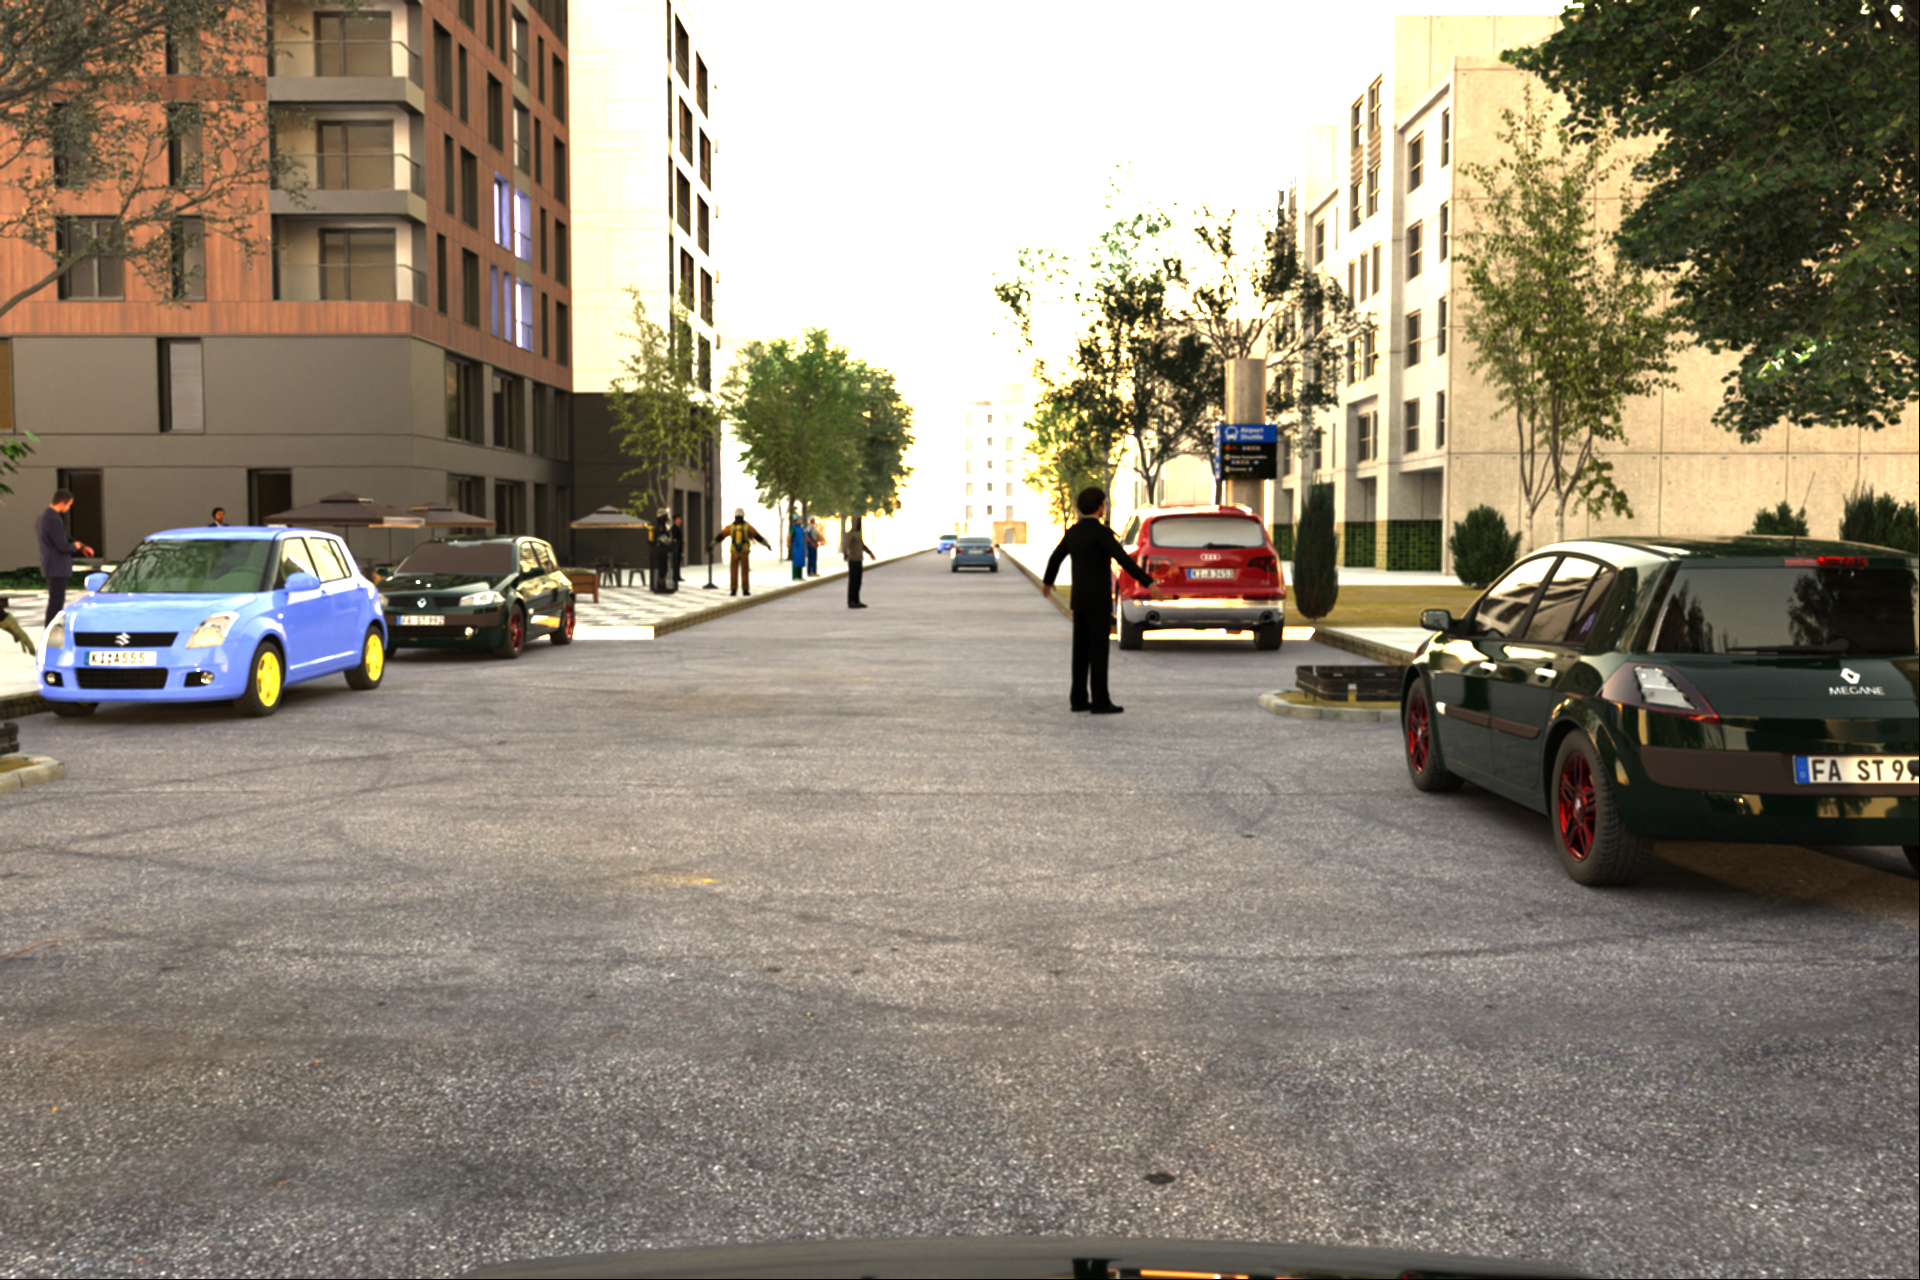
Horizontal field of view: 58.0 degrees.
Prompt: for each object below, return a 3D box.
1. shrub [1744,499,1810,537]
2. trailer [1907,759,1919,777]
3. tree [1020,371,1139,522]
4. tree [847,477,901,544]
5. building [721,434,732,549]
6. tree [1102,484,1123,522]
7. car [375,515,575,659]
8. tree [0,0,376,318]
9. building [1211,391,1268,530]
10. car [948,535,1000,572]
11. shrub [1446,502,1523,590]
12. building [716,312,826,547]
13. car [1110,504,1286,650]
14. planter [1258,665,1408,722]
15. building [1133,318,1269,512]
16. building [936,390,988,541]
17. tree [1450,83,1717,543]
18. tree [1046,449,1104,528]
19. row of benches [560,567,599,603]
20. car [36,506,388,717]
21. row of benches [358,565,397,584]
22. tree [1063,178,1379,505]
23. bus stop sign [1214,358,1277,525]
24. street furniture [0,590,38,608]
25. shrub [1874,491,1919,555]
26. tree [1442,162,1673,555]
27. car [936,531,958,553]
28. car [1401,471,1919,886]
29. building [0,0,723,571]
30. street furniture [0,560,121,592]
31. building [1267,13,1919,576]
[{"bbox_3d":[18.690,-2.168,39.493,1.661,2.075,1.752,0,3,0],"label":"shrub"},{"bbox_3d":[3.084,0.212,3.579,1.471,1.999,3.904,0,3,0],"label":"trailer"},{"bbox_3d":[7.534,-11.206,108.975,9.928,11.665,9.643,0,3,0],"label":"tree"},{"bbox_3d":[-10.544,-17.223,216.005,7.601,10.594,8.767,0,4,-8],"label":"tree"},{"bbox_3d":[-24.165,-12.666,149.236,9.099,9.664,28.070,0,4,1],"label":"building"},{"bbox_3d":[18.029,-16.134,214.159,4.737,8.622,4.395,0,3,0],"label":"tree"},{"bbox_3d":[-5.923,-0.693,21.123,2.009,1.686,4.222,0,4,1],"label":"car"},{"bbox_3d":[-11.433,-6.595,18.199,12.009,13.543,11.850,0,3,0],"label":"tree"},{"bbox_3d":[21.058,-9.757,101.681,9.099,9.664,28.070,0,4,1],"label":"building"},{"bbox_3d":[0.546,-3.318,66.244,2.014,1.417,4.499,0,4,0],"label":"car"},{"bbox_3d":[12.160,-2.187,40.178,1.690,2.028,1.600,0,3,0],"label":"shrub"},{"bbox_3d":[-24.068,-21.291,179.033,19.493,23.208,18.063,0,4,1],"label":"building"},{"bbox_3d":[2.991,-0.876,22.993,2.281,1.827,5.304,0,4,1],"label":"car"},{"bbox_3d":[3.497,0.427,14.165,1.991,0.319,1.994,0,4,0],"label":"planter"},{"bbox_3d":[24.666,-17.356,150.236,16.747,18.905,31.486,0,4,1],"label":"building"},{"bbox_3d":[-2.719,-22.093,220.104,11.380,20.090,16.016,0,4,3],"label":"building"},{"bbox_3d":[10.204,-4.787,28.628,4.737,8.622,4.395,0,3,0],"label":"tree"},{"bbox_3d":[14.741,-18.491,220.447,7.486,12.596,7.792,0,3,0],"label":"tree"},{"bbox_3d":[-8.113,-1.105,33.525,1.422,0.672,4.104,-3,4,-37],"label":"row of benches"},{"bbox_3d":[-6.237,-0.312,14.689,1.945,1.707,3.694,0,4,1],"label":"car"},{"bbox_3d":[-11.989,-1.142,34.132,4.104,0.672,1.422,3,4,36],"label":"row of benches"},{"bbox_3d":[6.797,-6.851,46.419,8.767,10.594,7.601,1,4,11],"label":"tree"},{"bbox_3d":[4.322,-2.279,26.278,0.837,3.901,0.837,0,4,2],"label":"bus stop sign"},{"bbox_3d":[-19.390,-1.310,28.280,9.812,1.723,11.010,1,4,22],"label":"street furniture"},{"bbox_3d":[17.041,-1.700,31.835,1.661,2.075,1.752,0,3,0],"label":"shrub"},{"bbox_3d":[11.397,-5.172,34.921,4.360,8.622,3.978,0,3,0],"label":"tree"},{"bbox_3d":[-0.813,-7.366,130.019,1.945,1.707,3.694,0,4,1],"label":"car"},{"bbox_3d":[3.379,0.083,8.426,2.009,1.686,4.222,0,4,1],"label":"car"},{"bbox_3d":[-24.536,-13.234,60.347,27.936,21.610,32.646,0,4,0],"label":"building"},{"bbox_3d":[-24.039,-1.492,40.026,10.072,0.657,5.734,0,4,-8],"label":"street furniture"},{"bbox_3d":[23.166,-12.306,67.661,16.747,18.905,31.486,0,4,0],"label":"building"}]
